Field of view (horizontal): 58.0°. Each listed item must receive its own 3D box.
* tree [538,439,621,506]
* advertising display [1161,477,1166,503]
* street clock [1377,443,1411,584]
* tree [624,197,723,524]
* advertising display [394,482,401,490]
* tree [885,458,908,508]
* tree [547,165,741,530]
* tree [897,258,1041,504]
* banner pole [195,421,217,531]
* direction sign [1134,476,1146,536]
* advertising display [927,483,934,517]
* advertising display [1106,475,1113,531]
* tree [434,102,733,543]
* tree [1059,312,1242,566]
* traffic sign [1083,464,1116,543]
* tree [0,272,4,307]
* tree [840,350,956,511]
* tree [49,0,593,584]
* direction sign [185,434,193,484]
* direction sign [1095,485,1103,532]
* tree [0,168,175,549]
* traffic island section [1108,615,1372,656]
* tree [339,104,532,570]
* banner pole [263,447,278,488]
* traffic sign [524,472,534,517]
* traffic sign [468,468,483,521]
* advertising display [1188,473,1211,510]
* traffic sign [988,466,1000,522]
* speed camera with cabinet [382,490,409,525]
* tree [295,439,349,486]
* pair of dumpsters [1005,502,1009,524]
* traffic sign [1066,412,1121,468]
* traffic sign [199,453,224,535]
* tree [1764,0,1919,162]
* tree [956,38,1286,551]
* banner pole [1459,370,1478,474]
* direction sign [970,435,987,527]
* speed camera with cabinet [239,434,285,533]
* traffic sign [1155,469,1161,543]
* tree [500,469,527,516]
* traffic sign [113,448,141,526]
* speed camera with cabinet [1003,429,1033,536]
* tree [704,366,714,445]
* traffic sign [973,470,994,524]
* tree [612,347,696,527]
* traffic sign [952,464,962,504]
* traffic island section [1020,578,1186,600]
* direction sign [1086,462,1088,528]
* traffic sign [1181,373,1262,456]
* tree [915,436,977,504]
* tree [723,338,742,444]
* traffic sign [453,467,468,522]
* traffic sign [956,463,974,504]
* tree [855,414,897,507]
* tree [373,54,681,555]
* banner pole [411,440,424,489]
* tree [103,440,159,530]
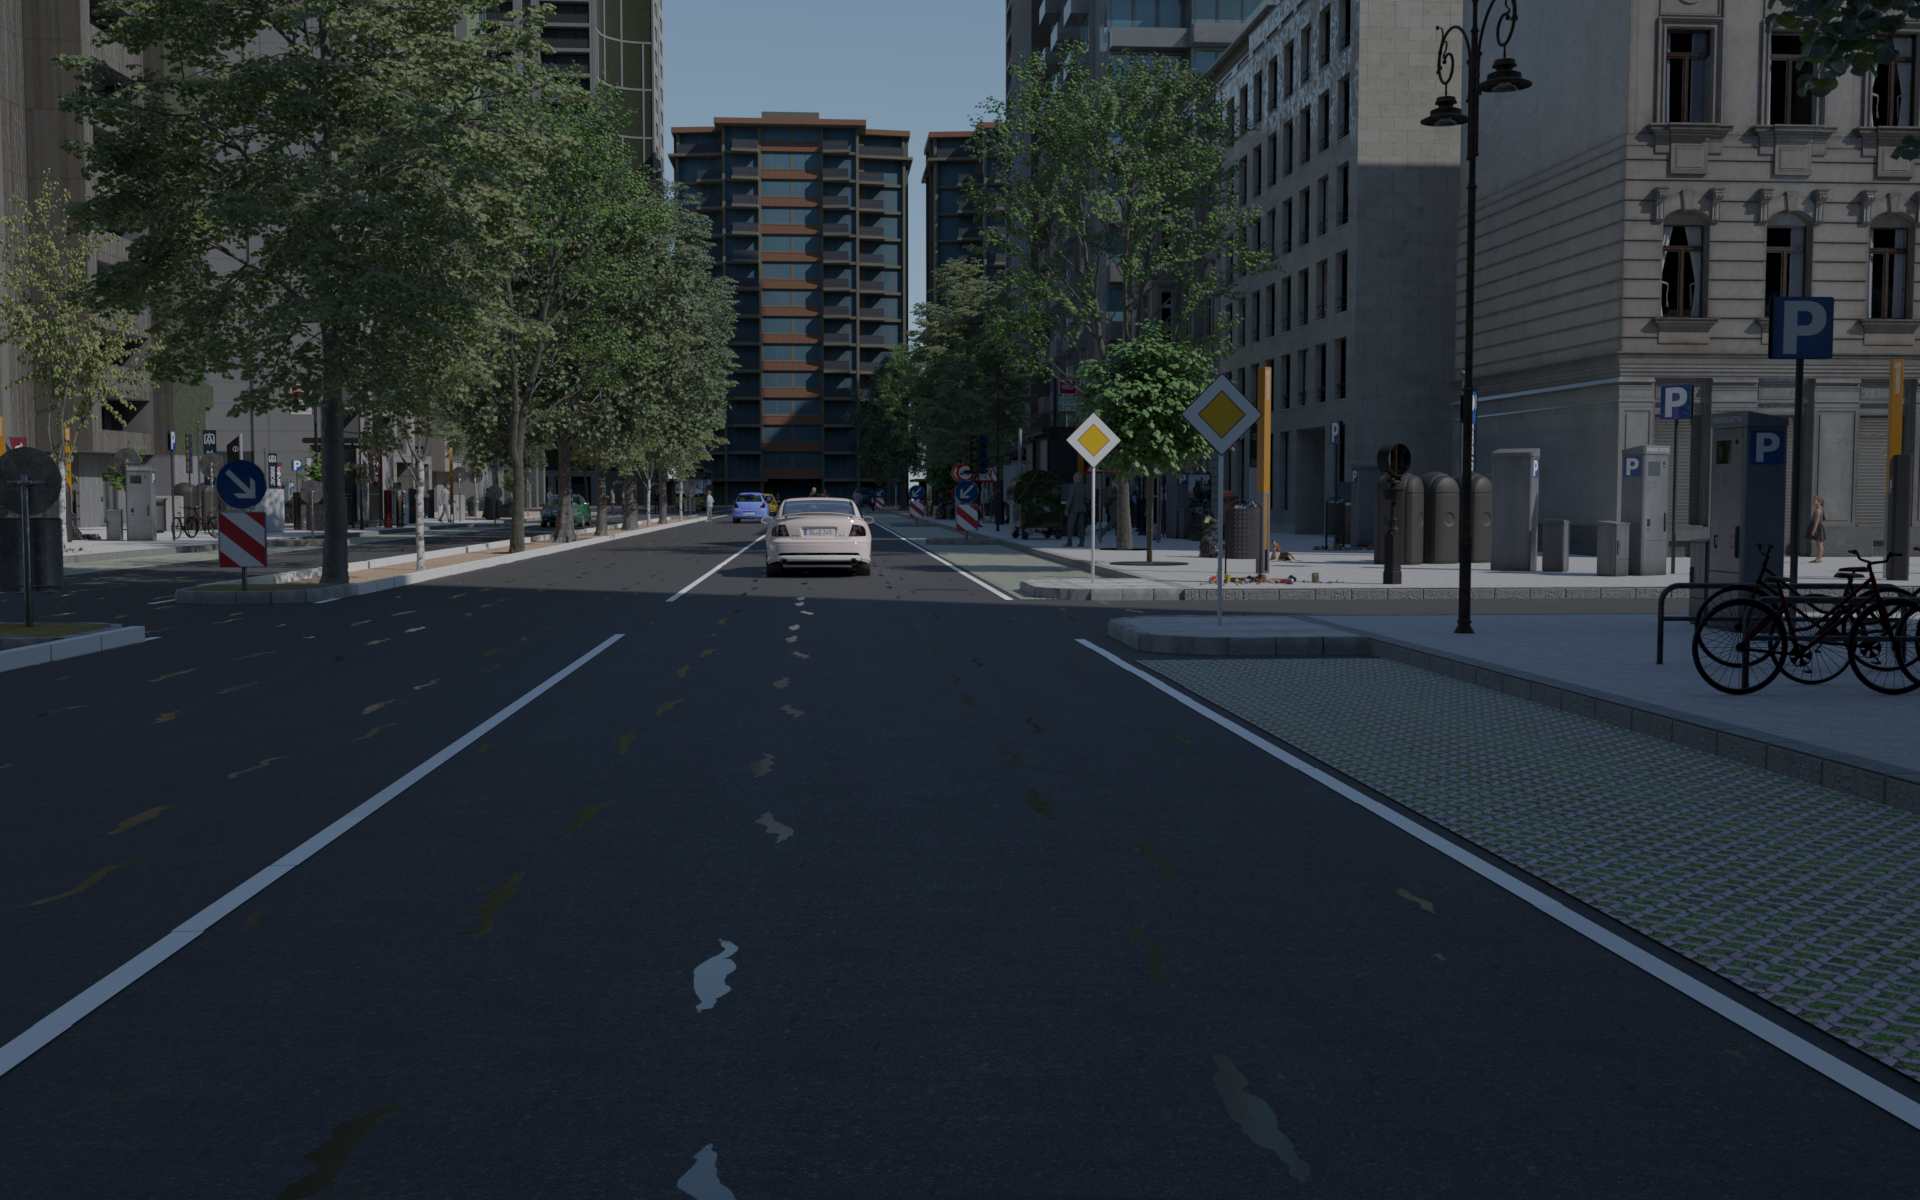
[{"bbox_3d":[-28.179,-11.931,129.479,7.601,10.594,8.767,0,4,2],"label":"tree"},{"bbox_3d":[7.526,-3.564,63.477,0.123,1.923,0.974,-3,4,-36],"label":"advertising display"},{"bbox_3d":[6.161,-1.227,24.626,0.471,2.002,0.358,-2,4,-33],"label":"street clock"},{"bbox_3d":[-12.395,-8.480,59.230,7.486,12.596,7.792,0,3,0],"label":"tree"},{"bbox_3d":[-30.718,-5.445,94.235,0.123,1.923,0.974,1,4,16],"label":"advertising display"},{"bbox_3d":[-5.976,-13.118,164.848,4.360,8.622,3.978,0,3,0],"label":"tree"},{"bbox_3d":[-13.017,-9.713,67.920,9.857,13.997,8.962,0,3,0],"label":"tree"},{"bbox_3d":[0.474,-10.130,83.759,7.486,12.596,7.792,0,3,0],"label":"tree"},{"bbox_3d":[-25.901,-4.249,59.485,0.863,3.779,0.401,0,4,2],"label":"banner pole"},{"bbox_3d":[5.680,-3.768,53.604,0.379,3.537,0.876,-3,4,-39],"label":"direction sign"},{"bbox_3d":[-1.675,-5.649,97.574,0.123,1.923,0.974,-1,4,-19],"label":"advertising display"},{"bbox_3d":[5.228,-3.371,60.336,0.123,1.923,0.974,1,4,16],"label":"advertising display"},{"bbox_3d":[-11.613,-8.022,50.628,9.611,12.733,9.660,0,3,0],"label":"tree"},{"bbox_3d":[3.373,-2.922,31.493,4.285,4.588,4.351,0,3,0],"label":"tree"},{"bbox_3d":[3.669,-2.772,45.324,0.884,2.594,0.081,0,4,4],"label":"traffic sign"},{"bbox_3d":[-20.458,-5.832,29.768,7.601,10.594,8.767,1,4,18],"label":"tree"},{"bbox_3d":[-4.416,-13.284,134.194,9.611,12.733,9.660,0,3,0],"label":"tree"},{"bbox_3d":[-9.495,-6.445,25.967,7.486,12.596,7.792,0,3,0],"label":"tree"},{"bbox_3d":[-29.047,-4.484,65.312,0.379,3.537,0.876,-1,4,-11],"label":"direction sign"},{"bbox_3d":[4.819,-4.113,59.241,0.379,3.537,0.876,-1,4,-17],"label":"direction sign"},{"bbox_3d":[-20.733,-5.500,40.292,4.737,8.622,4.395,0,3,0],"label":"tree"},{"bbox_3d":[2.565,0.334,16.826,2.009,0.180,2.903,0,4,-4],"label":"traffic island section"},{"bbox_3d":[-10.154,-4.872,32.475,4.360,8.622,3.978,0,3,0],"label":"tree"},{"bbox_3d":[-37.100,-6.306,93.114,0.863,3.779,0.401,-3,4,-37],"label":"banner pole"},{"bbox_3d":[-24.484,-5.993,98.092,0.768,2.556,0.104,0,4,5],"label":"traffic sign"},{"bbox_3d":[-23.201,-5.063,82.892,0.768,2.556,0.104,0,4,4],"label":"traffic sign"},{"bbox_3d":[7.252,-2.913,52.842,0.974,1.923,0.123,-2,4,-34],"label":"advertising display"},{"bbox_3d":[1.393,-4.775,78.070,0.884,2.594,0.081,0,4,-1],"label":"traffic sign"},{"bbox_3d":[-23.936,-4.756,72.095,2.038,3.252,0.660,2,4,25],"label":"speed camera with cabinet"},{"bbox_3d":[-22.046,-4.004,60.065,1.663,3.219,1.824,0,3,0],"label":"tree"},{"bbox_3d":[2.704,-4.241,71.839,1.574,2.255,4.437,0,4,-4],"label":"pair of dumpsters"},{"bbox_3d":[1.921,-1.377,24.703,0.795,2.593,0.064,0,4,-4],"label":"traffic sign"},{"bbox_3d":[-22.972,-3.246,53.179,0.768,2.556,0.104,0,4,-4],"label":"traffic sign"},{"bbox_3d":[6.533,-6.062,5.777,9.857,13.997,8.962,0,3,0],"label":"tree"},{"bbox_3d":[3.715,-6.944,39.290,9.928,11.665,9.643,0,3,0],"label":"tree"},{"bbox_3d":[10.332,-2.770,35.304,0.863,3.779,0.401,-3,5,-45],"label":"banner pole"},{"bbox_3d":[0.704,-4.590,67.043,0.876,3.537,0.379,-3,5,-42],"label":"direction sign"},{"bbox_3d":[-23.416,-3.860,57.451,0.660,3.252,2.038,2,4,25],"label":"speed camera with cabinet"},{"bbox_3d":[5.214,-2.776,45.497,0.768,2.556,0.104,0,4,3],"label":"traffic sign"},{"bbox_3d":[-25.536,-6.440,99.891,1.663,3.219,1.824,0,3,0],"label":"tree"},{"bbox_3d":[-23.129,-2.935,48.095,0.768,2.556,0.104,0,4,-3],"label":"traffic sign"},{"bbox_3d":[1.797,-3.620,53.521,0.660,3.252,2.038,1,4,13],"label":"speed camera with cabinet"},{"bbox_3d":[-14.401,-8.336,89.106,4.360,8.622,3.978,0,3,0],"label":"tree"},{"bbox_3d":[1.012,-4.527,74.012,0.884,2.594,0.081,0,4,4],"label":"traffic sign"},{"bbox_3d":[-13.651,-7.516,75.713,4.360,8.622,3.978,0,3,0],"label":"tree"},{"bbox_3d":[0.032,-4.416,72.304,0.768,2.556,0.104,0,4,-2],"label":"traffic sign"},{"bbox_3d":[1.944,-0.153,24.787,2.009,0.180,2.903,0,4,-4],"label":"traffic island section"},{"bbox_3d":[4.711,-4.553,66.433,0.876,3.537,0.379,-2,4,-32],"label":"direction sign"},{"bbox_3d":[2.543,-0.890,16.742,0.795,2.593,0.064,0,4,-4],"label":"traffic sign"},{"bbox_3d":[-0.798,-6.613,91.833,4.285,4.588,4.351,0,3,0],"label":"tree"},{"bbox_3d":[-14.323,-9.918,82.744,7.486,12.596,7.792,0,3,0],"label":"tree"},{"bbox_3d":[-23.196,-4.904,80.288,0.768,2.556,0.104,0,4,5],"label":"traffic sign"},{"bbox_3d":[0.221,-4.374,71.624,0.768,2.556,0.104,0,4,2],"label":"traffic sign"},{"bbox_3d":[-7.433,-14.675,174.340,7.601,10.594,8.767,-3,5,-44],"label":"tree"},{"bbox_3d":[-10.449,-6.890,40.870,9.928,11.665,9.643,0,3,0],"label":"tree"},{"bbox_3d":[-24.985,-5.483,79.667,0.863,3.779,0.401,1,4,17],"label":"banner pole"},{"bbox_3d":[-29.503,-4.099,61.622,1.663,3.219,1.824,0,3,0],"label":"tree"}]
